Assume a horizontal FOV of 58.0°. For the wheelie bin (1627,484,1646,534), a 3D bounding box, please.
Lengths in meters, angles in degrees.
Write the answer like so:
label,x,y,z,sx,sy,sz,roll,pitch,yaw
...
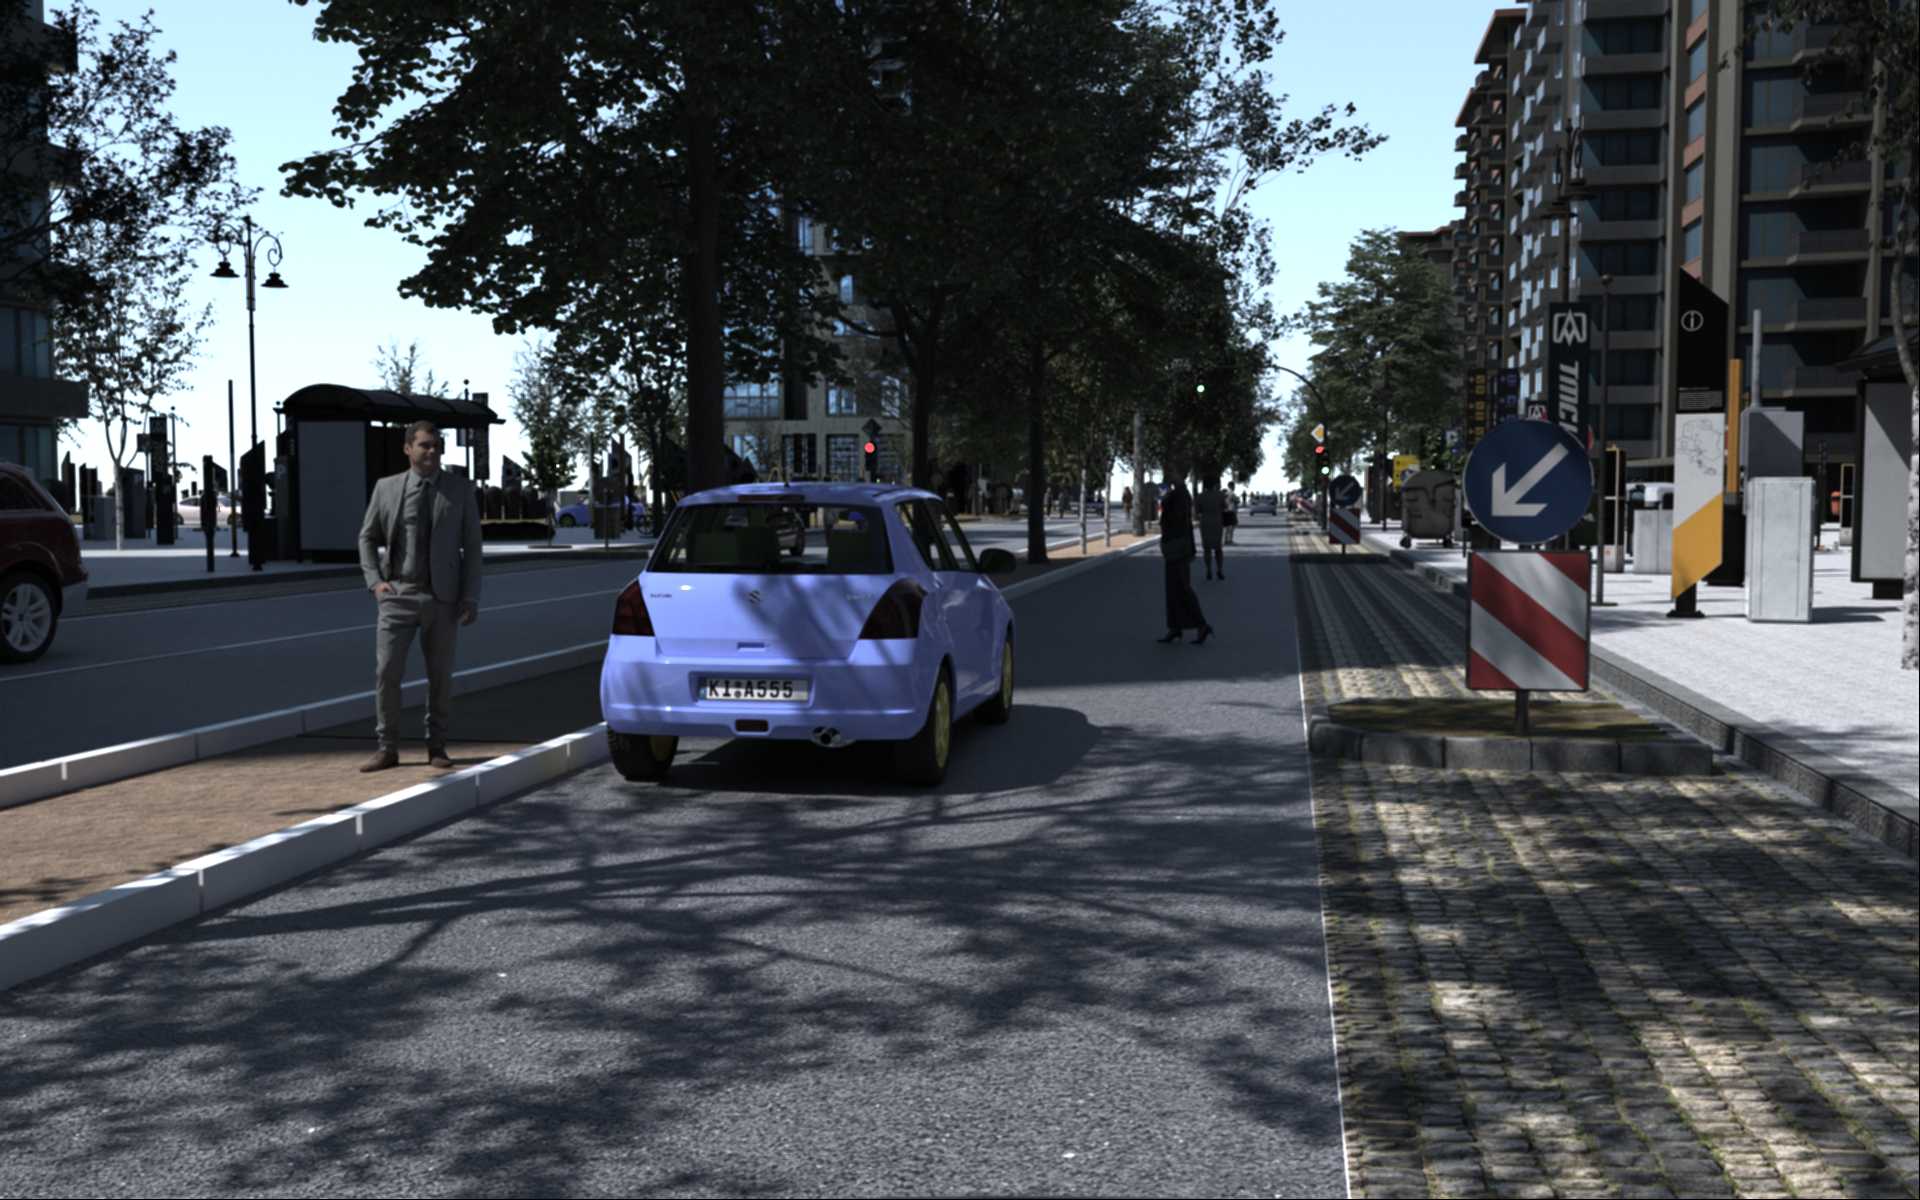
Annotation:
label,x,y,z,sx,sy,sz,roll,pitch,yaw
wheelie bin,21.874,-2.927,55.764,0.693,1.594,0.980,0,4,1

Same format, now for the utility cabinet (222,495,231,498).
label,x,y,z,sx,sy,sz,roll,pitch,yaw
utility cabinet,-41.098,-5.304,97.882,0.306,1.237,1.020,3,5,43

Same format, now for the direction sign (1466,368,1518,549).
label,x,y,z,sx,sy,sz,roll,pitch,yaw
direction sign,9.591,-2.403,31.292,0.876,3.537,0.379,1,4,19

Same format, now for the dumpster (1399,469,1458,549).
label,x,y,z,sx,sy,sz,roll,pitch,yaw
dumpster,11.078,-2.154,40.980,1.264,1.857,1.865,1,4,11

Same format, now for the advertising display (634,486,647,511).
label,x,y,z,sx,sy,sz,roll,pitch,yaw
advertising display,-24.398,-7.768,132.223,0.974,1.923,0.123,1,4,14

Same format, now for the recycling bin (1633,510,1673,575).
label,x,y,z,sx,sy,sz,roll,pitch,yaw
recycling bin,11.205,-0.934,27.818,0.722,1.027,0.722,1,4,21

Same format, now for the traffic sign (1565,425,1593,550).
label,x,y,z,sx,sy,sz,roll,pitch,yaw
traffic sign,9.889,-1.720,28.220,0.768,2.556,0.104,1,4,13

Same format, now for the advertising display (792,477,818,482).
label,x,y,z,sx,sy,sz,roll,pitch,yaw
advertising display,-5.833,-3.667,65.174,0.974,1.923,0.123,0,4,-7

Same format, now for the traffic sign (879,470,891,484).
label,x,y,z,sx,sy,sz,roll,pitch,yaw
traffic sign,-4.205,-5.789,94.661,0.884,2.594,0.081,1,4,15

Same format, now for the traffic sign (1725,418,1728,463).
label,x,y,z,sx,sy,sz,roll,pitch,yaw
traffic sign,12.621,-1.759,28.861,0.768,2.556,0.104,1,4,17

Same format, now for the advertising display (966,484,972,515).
label,x,y,z,sx,sy,sz,roll,pitch,yaw
advertising display,0.571,-6.254,107.460,0.123,1.923,0.974,1,4,18

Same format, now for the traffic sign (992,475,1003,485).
label,x,y,z,sx,sy,sz,roll,pitch,yaw
traffic sign,2.431,-6.884,112.666,0.768,2.556,0.104,1,4,14

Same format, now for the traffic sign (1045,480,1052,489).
label,x,y,z,sx,sy,sz,roll,pitch,yaw
traffic sign,6.526,-7.751,128.853,0.606,2.300,0.079,1,4,12

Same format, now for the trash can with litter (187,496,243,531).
label,x,y,z,sx,sy,sz,roll,pitch,yaw
trash can with litter,-26.064,-3.016,60.374,1.678,1.210,2.233,0,4,-2

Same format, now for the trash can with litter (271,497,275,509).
label,x,y,z,sx,sy,sz,roll,pitch,yaw
trash can with litter,-26.808,-3.379,66.299,2.233,1.210,1.678,-3,5,-40

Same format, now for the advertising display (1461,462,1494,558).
label,x,y,z,sx,sy,sz,roll,pitch,yaw
advertising display,10.363,-1.795,34.570,0.123,1.923,0.974,-1,4,-22

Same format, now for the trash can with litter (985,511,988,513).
label,x,y,z,sx,sy,sz,roll,pitch,yaw
trash can with litter,2.082,-6.531,117.836,1.678,1.210,2.233,-1,4,-15

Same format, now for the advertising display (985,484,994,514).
label,x,y,z,sx,sy,sz,roll,pitch,yaw
advertising display,2.027,-6.603,113.167,0.974,1.923,0.123,0,4,1

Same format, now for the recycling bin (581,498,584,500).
label,x,y,z,sx,sy,sz,roll,pitch,yaw
recycling bin,-23.684,-5.991,110.505,0.722,1.027,0.722,2,4,30

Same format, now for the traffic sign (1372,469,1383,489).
label,x,y,z,sx,sy,sz,roll,pitch,yaw
traffic sign,21.393,-5.395,88.315,0.768,2.556,0.104,1,4,17

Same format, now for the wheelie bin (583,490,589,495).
label,x,y,z,sx,sy,sz,roll,pitch,yaw
wheelie bin,-31.167,-8.393,145.134,0.980,1.594,0.693,-2,4,-23

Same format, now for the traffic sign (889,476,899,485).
label,x,y,z,sx,sy,sz,roll,pitch,yaw
traffic sign,-3.661,-5.731,95.830,0.606,2.300,0.079,1,4,11

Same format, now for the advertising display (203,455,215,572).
label,x,y,z,sx,sy,sz,roll,pitch,yaw
advertising display,-12.501,-1.444,28.829,0.123,1.923,0.974,-2,4,-25

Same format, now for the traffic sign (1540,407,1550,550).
label,x,y,z,sx,sy,sz,roll,pitch,yaw
traffic sign,8.404,-1.512,24.718,0.884,2.594,0.081,1,4,12

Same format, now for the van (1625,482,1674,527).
label,x,y,z,sx,sy,sz,roll,pitch,yaw
van,23.680,-3.384,62.333,4.112,2.044,2.013,1,4,12

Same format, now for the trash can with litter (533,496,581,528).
label,x,y,z,sx,sy,sz,roll,pitch,yaw
trash can with litter,-15.556,-3.344,65.731,2.233,1.210,1.678,-1,4,-9

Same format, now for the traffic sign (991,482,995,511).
label,x,y,z,sx,sy,sz,roll,pitch,yaw
traffic sign,2.514,-7.559,124.771,0.795,2.450,0.064,1,4,17

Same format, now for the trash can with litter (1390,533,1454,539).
label,x,y,z,sx,sy,sz,roll,pitch,yaw
trash can with litter,13.616,-2.359,49.620,2.233,1.210,1.678,3,5,41

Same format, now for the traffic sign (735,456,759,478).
label,x,y,z,sx,sy,sz,roll,pitch,yaw
traffic sign,-7.221,-3.592,58.728,0.884,2.594,0.081,1,4,15

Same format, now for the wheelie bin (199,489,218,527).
label,x,y,z,sx,sy,sz,roll,pitch,yaw
wheelie bin,-29.148,-3.627,67.205,0.693,1.594,0.980,-2,4,-26

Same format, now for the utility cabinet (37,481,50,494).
label,x,y,z,sx,sy,sz,roll,pitch,yaw
utility cabinet,-14.848,-1.154,27.544,1.173,1.500,0.318,3,5,40

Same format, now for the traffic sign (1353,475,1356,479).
label,x,y,z,sx,sy,sz,roll,pitch,yaw
traffic sign,27.083,-7.294,119.254,0.884,2.594,0.081,1,4,16

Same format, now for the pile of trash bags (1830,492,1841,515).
label,x,y,z,sx,sy,sz,roll,pitch,yaw
pile of trash bags,50.777,-5.553,100.547,1.912,1.369,3.447,-2,4,-26

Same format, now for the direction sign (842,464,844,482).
label,x,y,z,sx,sy,sz,roll,pitch,yaw
direction sign,-8.732,-8.405,129.419,0.379,3.537,0.876,-1,4,-8

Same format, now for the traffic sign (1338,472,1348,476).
label,x,y,z,sx,sy,sz,roll,pitch,yaw
traffic sign,21.790,-6.010,98.375,0.768,2.556,0.104,1,4,12

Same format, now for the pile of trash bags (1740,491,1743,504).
label,x,y,z,sx,sy,sz,roll,pitch,yaw
pile of trash bags,21.648,-2.489,50.444,3.447,1.369,1.912,-2,4,-25

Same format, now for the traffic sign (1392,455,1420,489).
label,x,y,z,sx,sy,sz,roll,pitch,yaw
traffic sign,23.469,-5.838,89.327,2.265,3.308,0.079,1,4,14

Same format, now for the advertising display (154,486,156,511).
label,x,y,z,sx,sy,sz,roll,pitch,yaw
advertising display,-62.258,-7.855,133.634,0.123,1.923,0.974,0,4,8

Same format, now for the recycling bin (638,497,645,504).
label,x,y,z,sx,sy,sz,roll,pitch,yaw
recycling bin,-24.129,-7.186,130.042,0.722,1.027,0.722,3,4,37

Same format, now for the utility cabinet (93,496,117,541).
label,x,y,z,sx,sy,sz,roll,pitch,yaw
utility cabinet,-23.747,-2.263,48.159,0.306,1.237,1.020,0,4,-8

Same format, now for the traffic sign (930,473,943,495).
label,x,y,z,sx,sy,sz,roll,pitch,yaw
traffic sign,-1.456,-6.524,106.780,0.768,2.556,0.104,1,4,12

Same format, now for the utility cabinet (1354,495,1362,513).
label,x,y,z,sx,sy,sz,roll,pitch,yaw
utility cabinet,26.195,-6.357,115.106,1.020,1.237,0.306,0,4,2

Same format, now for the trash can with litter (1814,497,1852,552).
label,x,y,z,sx,sy,sz,roll,pitch,yaw
trash can with litter,19.314,-1.731,39.359,1.678,1.210,2.233,0,4,0

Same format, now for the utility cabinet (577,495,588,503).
label,x,y,z,sx,sy,sz,roll,pitch,yaw
utility cabinet,-25.153,-6.377,115.426,1.020,1.237,0.306,-1,4,-14

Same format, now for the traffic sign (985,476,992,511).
label,x,y,z,sx,sy,sz,roll,pitch,yaw
traffic sign,1.918,-7.466,122.073,0.884,2.594,0.081,1,4,15

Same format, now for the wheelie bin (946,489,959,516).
label,x,y,z,sx,sy,sz,roll,pitch,yaw
wheelie bin,-0.467,-5.687,100.890,0.693,1.594,0.980,-1,4,-11

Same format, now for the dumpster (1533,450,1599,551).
label,x,y,z,sx,sy,sz,roll,pitch,yaw
dumpster,11.409,-1.829,32.402,1.502,2.255,1.985,1,4,10

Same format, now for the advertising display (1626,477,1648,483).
label,x,y,z,sx,sy,sz,roll,pitch,yaw
advertising display,26.033,-3.771,66.877,0.974,1.923,0.123,2,4,25

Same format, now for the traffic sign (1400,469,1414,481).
label,x,y,z,sx,sy,sz,roll,pitch,yaw
traffic sign,22.769,-5.382,88.094,0.768,2.556,0.104,1,4,18

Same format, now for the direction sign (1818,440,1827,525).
label,x,y,z,sx,sy,sz,roll,pitch,yaw
direction sign,36.239,-4.945,72.854,0.379,3.537,0.876,0,4,8

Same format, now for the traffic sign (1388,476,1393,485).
label,x,y,z,sx,sy,sz,roll,pitch,yaw
traffic sign,23.827,-5.858,96.960,0.795,2.450,0.064,1,4,15

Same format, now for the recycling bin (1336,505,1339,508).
label,x,y,z,sx,sy,sz,roll,pitch,yaw
recycling bin,29.321,-7.464,134.586,0.722,1.027,0.722,2,4,29
